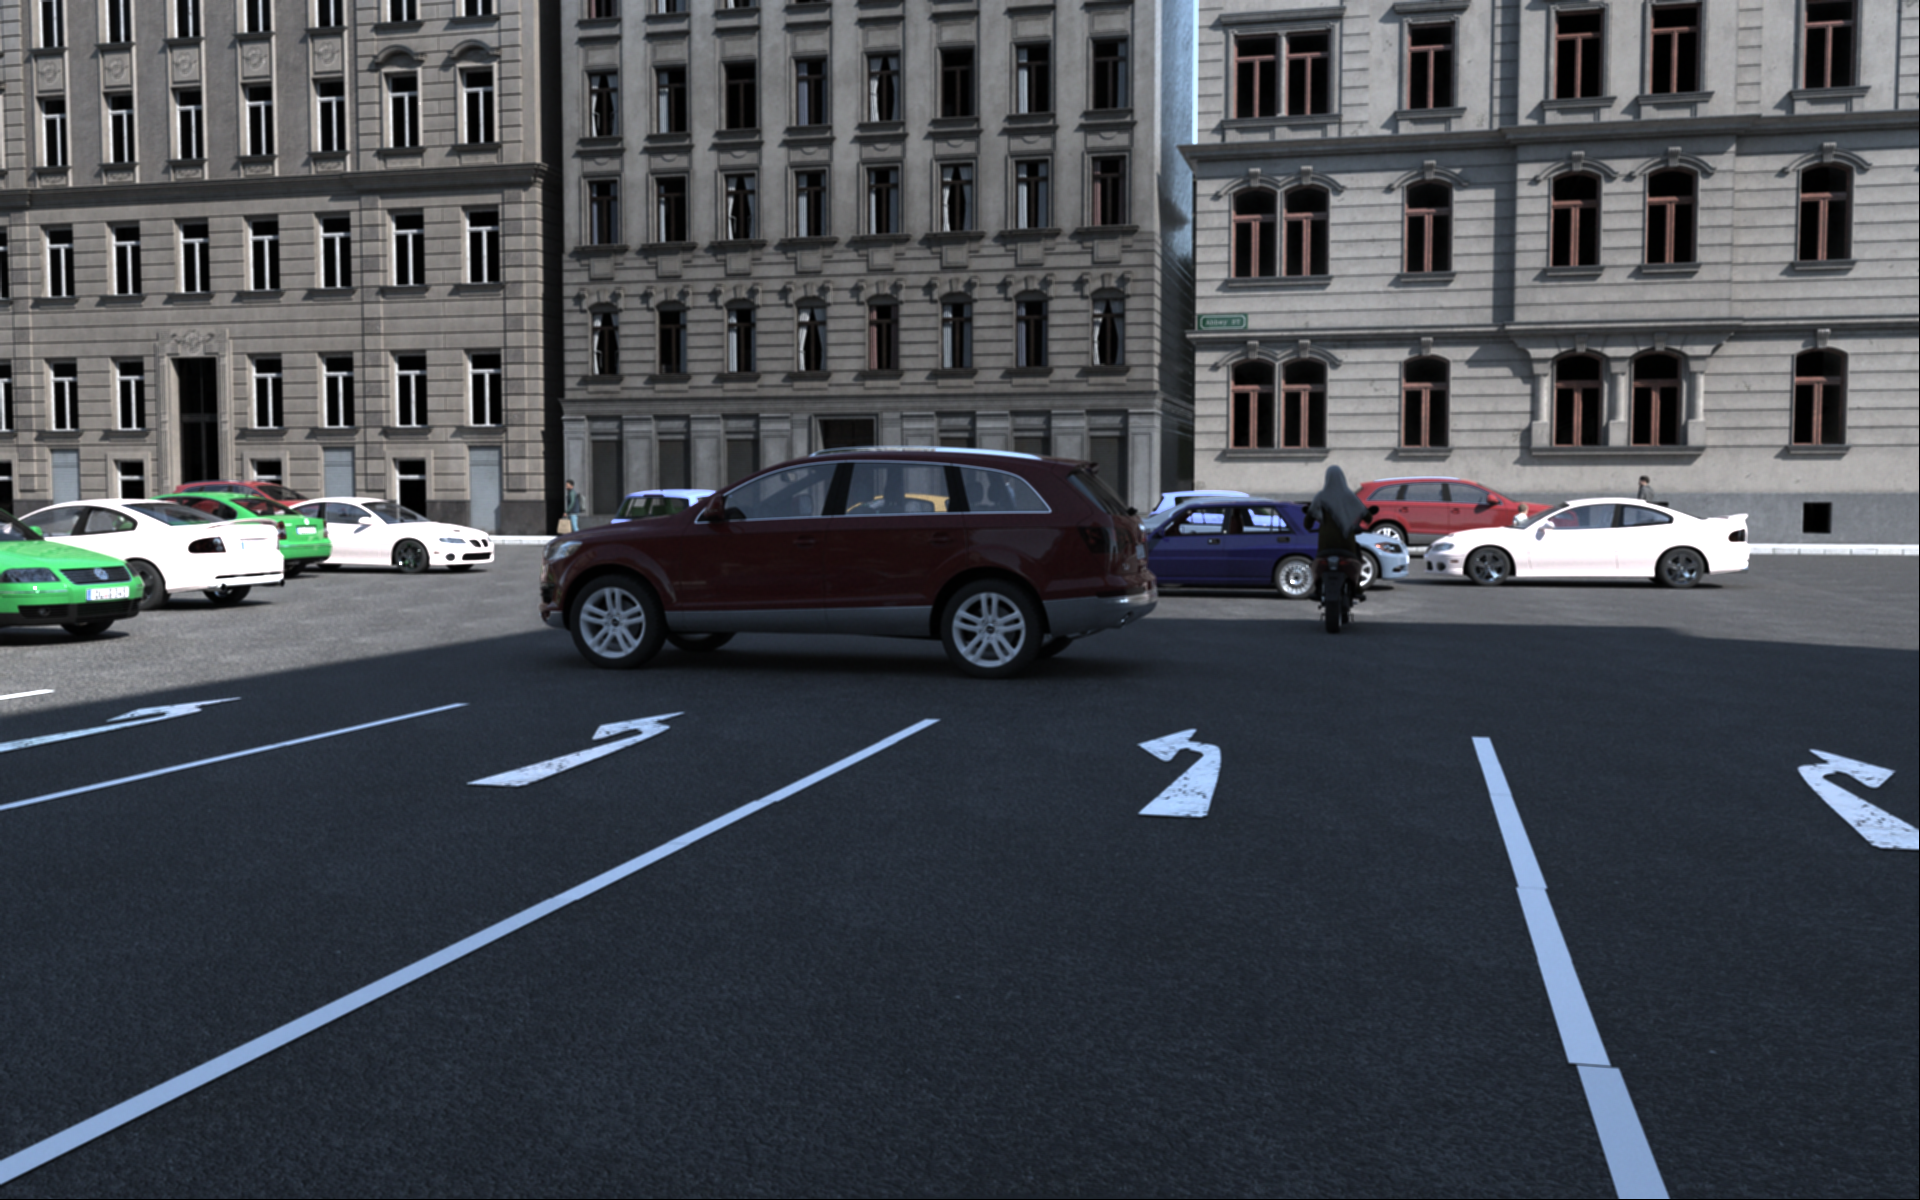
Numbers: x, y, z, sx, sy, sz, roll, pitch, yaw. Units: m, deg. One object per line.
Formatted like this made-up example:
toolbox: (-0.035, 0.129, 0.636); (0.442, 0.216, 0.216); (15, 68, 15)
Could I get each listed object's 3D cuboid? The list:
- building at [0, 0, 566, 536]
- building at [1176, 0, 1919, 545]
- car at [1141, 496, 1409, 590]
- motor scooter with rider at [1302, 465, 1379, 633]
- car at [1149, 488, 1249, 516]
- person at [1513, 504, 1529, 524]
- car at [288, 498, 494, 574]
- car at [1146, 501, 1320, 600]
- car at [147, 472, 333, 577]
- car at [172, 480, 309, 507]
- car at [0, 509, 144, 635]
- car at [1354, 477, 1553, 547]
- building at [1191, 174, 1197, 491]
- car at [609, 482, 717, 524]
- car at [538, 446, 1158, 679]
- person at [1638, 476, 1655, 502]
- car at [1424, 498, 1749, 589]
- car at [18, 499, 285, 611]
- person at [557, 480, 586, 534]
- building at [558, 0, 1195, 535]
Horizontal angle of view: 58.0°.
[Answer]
building: (-23.070, -16.080, 60.166); (25.104, 27.353, 12.463); (1, 4, 14)
building: (18.676, -16.095, 50.546); (23.554, 28.519, 14.401); (1, 4, 14)
car: (4.616, -0.900, 26.721); (4.499, 1.417, 2.014); (1, 4, 15)
motor scooter with rider: (4.071, -0.581, 18.472); (0.876, 1.779, 1.986); (1, 4, 16)
car: (5.806, -1.689, 37.209); (3.694, 1.707, 1.945); (1, 4, 15)
person: (10.580, -1.192, 32.681); (0.332, 1.250, 0.352); (2, 4, 26)
car: (-11.041, -1.214, 32.211); (4.827, 1.381, 2.083); (1, 4, 14)
car: (3.519, -0.733, 24.572); (3.894, 1.354, 1.945); (1, 4, 15)
car: (-13.193, -1.277, 29.682); (4.718, 1.807, 1.959); (1, 4, 12)
car: (-19.650, -2.428, 48.369); (5.304, 1.827, 2.281); (1, 4, 13)
car: (-10.460, -0.520, 17.299); (4.718, 1.807, 1.959); (1, 4, 16)
car: (11.210, -1.860, 39.084); (5.304, 1.827, 2.281); (1, 4, 16)
building: (41.222, -34.140, 212.814); (28.867, 44.769, 22.147); (1, 4, 14)
car: (-4.196, -1.081, 27.274); (1.945, 1.707, 3.694); (1, 4, 15)
car: (-0.998, -0.365, 14.642); (5.304, 1.827, 2.281); (1, 4, 14)
person: (15.529, -1.909, 39.524); (0.655, 1.846, 0.447); (-3, 5, -44)
car: (9.813, -0.914, 27.307); (4.827, 1.381, 2.083); (1, 4, 13)
car: (-11.152, -0.611, 22.352); (4.827, 1.381, 2.083); (1, 4, 13)
person: (-10.538, -2.351, 46.922); (0.713, 1.824, 0.794); (1, 4, 10)
building: (-2.139, -12.515, 53.766); (18.267, 20.994, 9.793); (1, 4, 14)
